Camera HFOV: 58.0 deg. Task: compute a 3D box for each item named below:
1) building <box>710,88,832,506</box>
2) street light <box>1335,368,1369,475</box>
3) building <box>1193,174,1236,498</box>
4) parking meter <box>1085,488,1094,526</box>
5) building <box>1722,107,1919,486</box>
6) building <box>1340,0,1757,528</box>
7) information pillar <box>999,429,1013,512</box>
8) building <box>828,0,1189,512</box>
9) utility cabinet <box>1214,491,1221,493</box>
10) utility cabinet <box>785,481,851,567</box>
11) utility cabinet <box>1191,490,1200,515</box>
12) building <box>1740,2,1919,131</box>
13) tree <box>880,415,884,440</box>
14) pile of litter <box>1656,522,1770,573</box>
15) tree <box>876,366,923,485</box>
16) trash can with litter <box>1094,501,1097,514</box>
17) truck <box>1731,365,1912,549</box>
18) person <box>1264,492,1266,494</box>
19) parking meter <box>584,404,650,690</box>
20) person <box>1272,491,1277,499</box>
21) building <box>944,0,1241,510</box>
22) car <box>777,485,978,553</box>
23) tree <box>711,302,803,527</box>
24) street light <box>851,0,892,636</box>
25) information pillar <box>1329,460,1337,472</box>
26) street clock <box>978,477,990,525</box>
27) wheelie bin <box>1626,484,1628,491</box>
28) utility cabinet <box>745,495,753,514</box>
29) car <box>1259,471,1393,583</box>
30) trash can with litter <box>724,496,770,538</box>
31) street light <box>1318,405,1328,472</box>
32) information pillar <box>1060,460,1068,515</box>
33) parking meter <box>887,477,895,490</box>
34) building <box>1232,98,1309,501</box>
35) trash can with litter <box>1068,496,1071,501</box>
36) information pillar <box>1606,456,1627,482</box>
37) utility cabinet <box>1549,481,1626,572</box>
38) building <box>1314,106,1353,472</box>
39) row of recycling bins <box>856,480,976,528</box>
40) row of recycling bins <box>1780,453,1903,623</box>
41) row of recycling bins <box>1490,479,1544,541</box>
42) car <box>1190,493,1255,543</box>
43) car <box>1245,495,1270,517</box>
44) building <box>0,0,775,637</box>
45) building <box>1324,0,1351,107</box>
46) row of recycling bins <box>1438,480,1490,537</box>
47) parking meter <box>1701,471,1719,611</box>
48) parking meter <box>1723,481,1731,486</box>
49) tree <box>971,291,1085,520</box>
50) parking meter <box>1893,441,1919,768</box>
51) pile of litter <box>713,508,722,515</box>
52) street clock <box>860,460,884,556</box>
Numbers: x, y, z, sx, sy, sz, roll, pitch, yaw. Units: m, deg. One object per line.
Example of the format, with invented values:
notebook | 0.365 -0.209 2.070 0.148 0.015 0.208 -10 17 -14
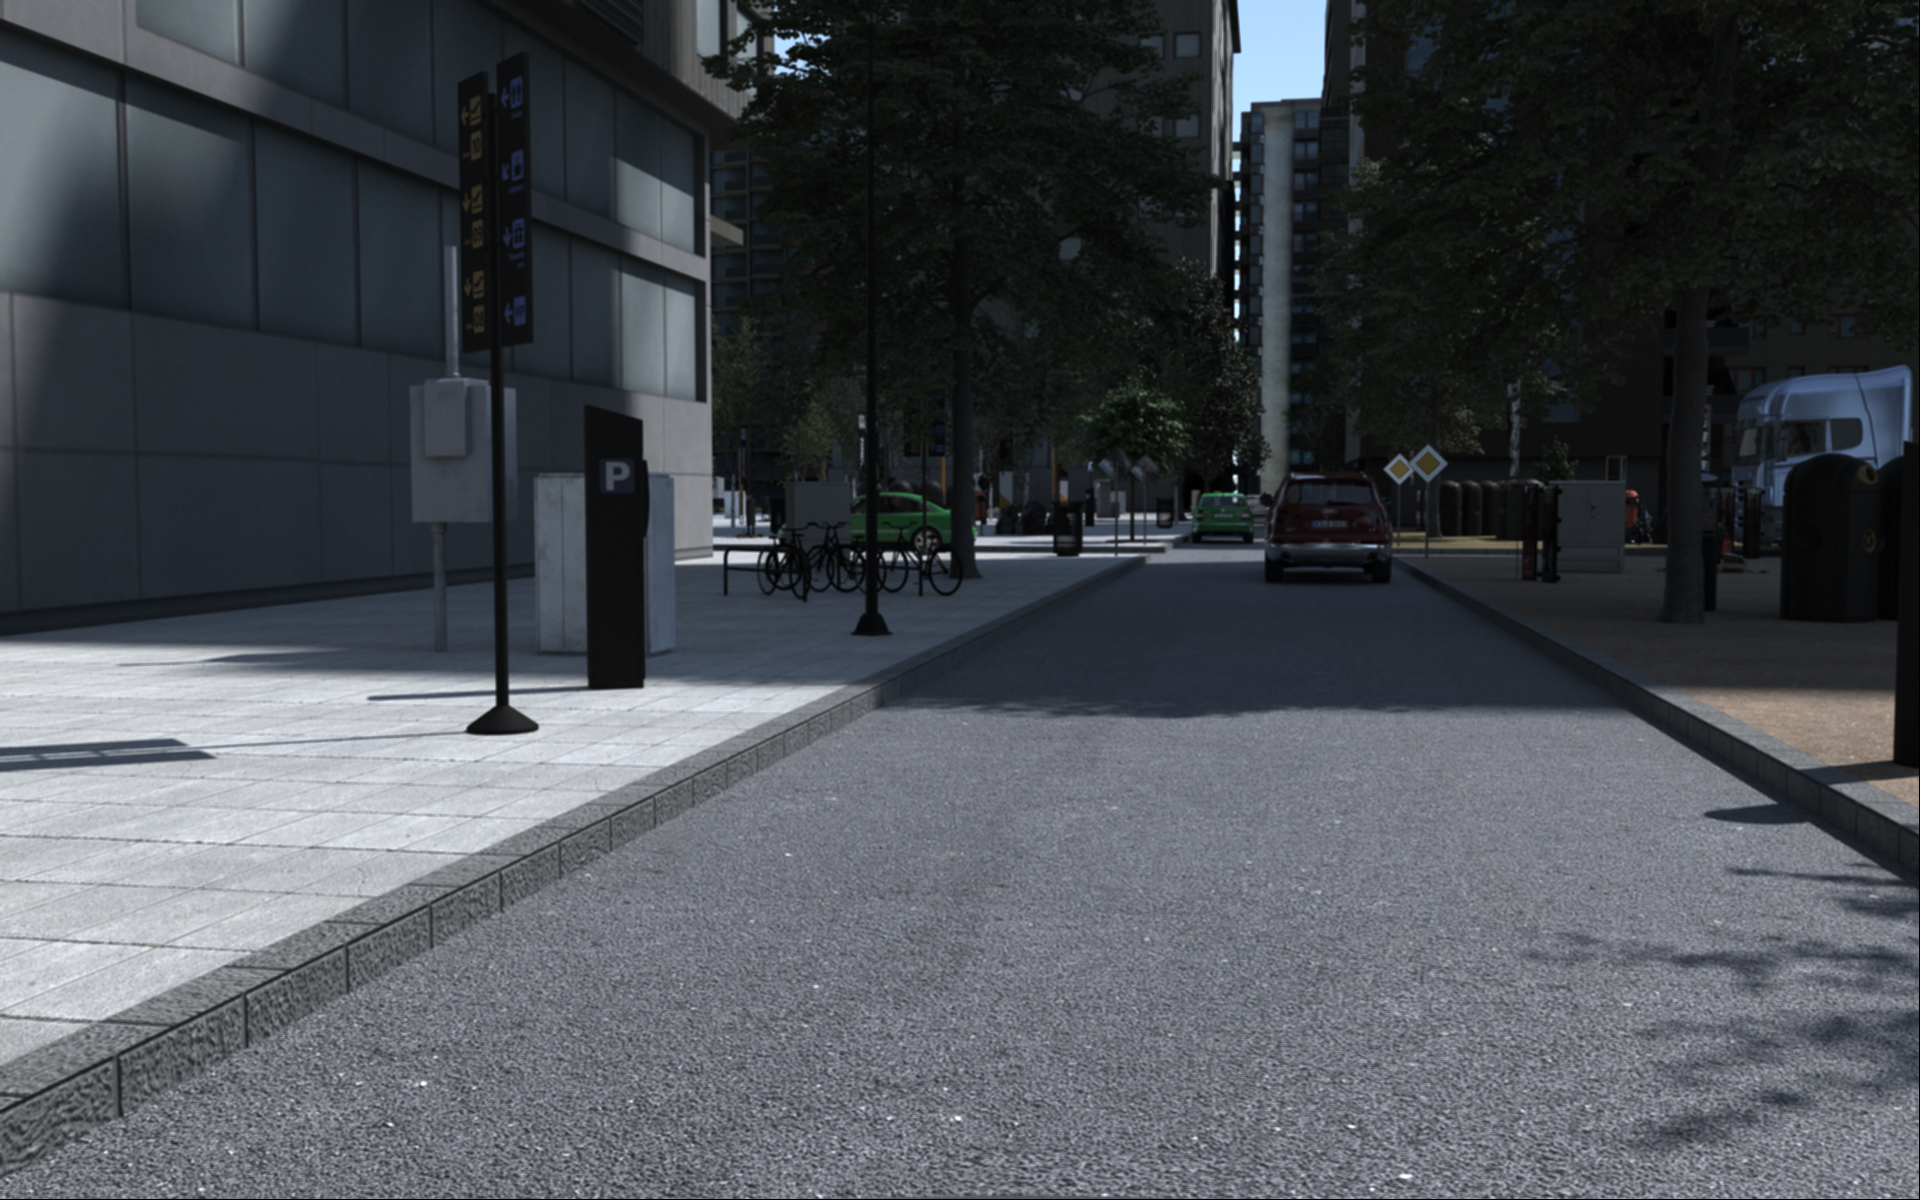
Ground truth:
building | -12.307 -32.669 188.754 28.867 44.769 22.147 1 4 10
street light | 14.374 -5.556 63.382 1.470 5.913 1.316 1 4 10
building | 17.154 -23.390 154.121 14.160 30.474 14.107 1 4 10
parking meter | 5.150 -3.694 68.814 0.372 1.533 0.369 0 3 0
building | 38.271 -15.549 99.267 27.650 21.520 28.899 1 4 10
building | 23.459 -25.757 71.245 14.600 45.320 14.200 1 4 10
information pillar | 1.683 -4.375 62.887 0.504 3.616 0.183 0 4 1
building | 6.324 -33.269 133.188 28.713 52.752 27.495 1 4 10
utility cabinet | 17.196 -6.543 115.650 0.318 1.500 1.173 0 4 1
utility cabinet | -2.501 -1.332 30.460 1.173 1.500 0.318 -3 4 -37
utility cabinet | 13.999 -5.750 102.684 0.318 1.500 1.173 1 4 19
building | 82.613 -33.685 170.356 30.456 49.044 23.786 1 4 10
tree | -7.011 -9.880 111.902 4.737 8.622 4.395 0 3 0
pile of litter | 12.423 -0.890 28.512 1.719 0.858 1.176 2 4 30
tree | -4.579 -7.473 72.548 4.360 8.622 3.978 0 3 0
trash can with litter | 8.260 -5.702 104.609 1.055 1.170 0.624 1 4 11
truck | 25.591 -2.848 36.318 18.799 4.110 2.967 1 4 9
person | 29.875 -9.748 169.348 0.415 1.643 0.593 -3 5 -44
parking meter | -2.267 -0.352 11.467 0.399 1.863 0.255 -1 4 -18
person | 32.038 -10.178 175.645 0.721 1.736 1.217 -1 4 -22
building | 14.808 -36.139 180.118 27.495 52.752 28.713 1 4 10
car | -1.956 -1.957 40.788 4.718 1.807 1.959 1 4 10
tree | -8.760 -7.114 66.679 4.737 8.622 4.395 0 3 0
street light | -0.274 -2.630 15.535 1.470 5.913 1.316 1 4 10
information pillar | 24.628 -7.525 114.383 0.504 3.616 0.183 1 4 21
street clock | 1.005 -4.177 72.869 0.471 2.002 0.358 2 4 33
wheelie bin | 19.507 -2.664 51.459 0.980 1.594 0.693 3 5 43
utility cabinet | -13.698 -6.076 110.506 1.020 1.237 0.306 3 4 36
car | 6.266 -1.284 29.659 2.281 1.827 5.304 1 4 11
trash can with litter | -6.370 -2.441 50.969 1.678 1.210 2.233 1 4 9
street light | 19.190 -7.160 89.611 1.470 5.913 1.316 1 4 10
information pillar | 6.465 -7.111 107.617 0.504 3.616 0.183 1 4 12
parking meter | -2.458 -3.369 60.801 0.255 1.863 0.399 -2 4 -29
building | 47.796 -36.008 208.336 30.456 49.044 23.786 1 4 10
trash can with litter | 7.060 -6.601 119.306 1.055 1.170 0.624 -2 4 -33
information pillar | 12.591 -1.761 33.286 0.304 2.012 0.304 2 4 35
utility cabinet | 10.263 -1.206 28.390 1.173 1.500 0.318 1 4 15
building | 34.132 -22.002 131.432 14.160 30.474 14.107 1 4 10
row of recycling bins | -1.289 -2.686 51.033 3.534 1.692 1.069 -1 4 -9
row of recycling bins | 10.185 -0.647 17.698 3.534 1.692 1.069 0 4 -2
row of recycling bins | 15.891 -2.558 48.944 1.069 1.692 3.534 1 4 8
car | 7.847 -2.627 51.746 1.959 1.807 4.718 1 4 8
car | 16.918 -5.273 98.578 2.083 1.381 4.827 1 4 12
building | -19.067 -26.656 25.060 27.495 52.752 28.713 1 4 10
building | 42.027 -32.040 147.563 21.300 48.544 21.600 1 4 10
row of recycling bins | 15.892 -2.828 53.345 3.534 1.692 1.069 -3 4 -37
parking meter | 8.171 -0.656 19.139 0.372 1.533 0.369 0 3 0
parking meter | 33.296 -4.244 75.108 0.399 1.863 0.255 -2 4 -33
tree | 2.232 -6.620 58.605 4.360 8.622 3.978 0 3 0
parking meter | 4.630 0.016 8.157 0.372 1.533 0.369 0 3 0
pile of litter | -16.775 -6.364 118.022 1.176 0.858 1.719 2 4 33
street clock | -1.814 -1.917 35.918 0.471 2.002 0.358 -1 4 -11
